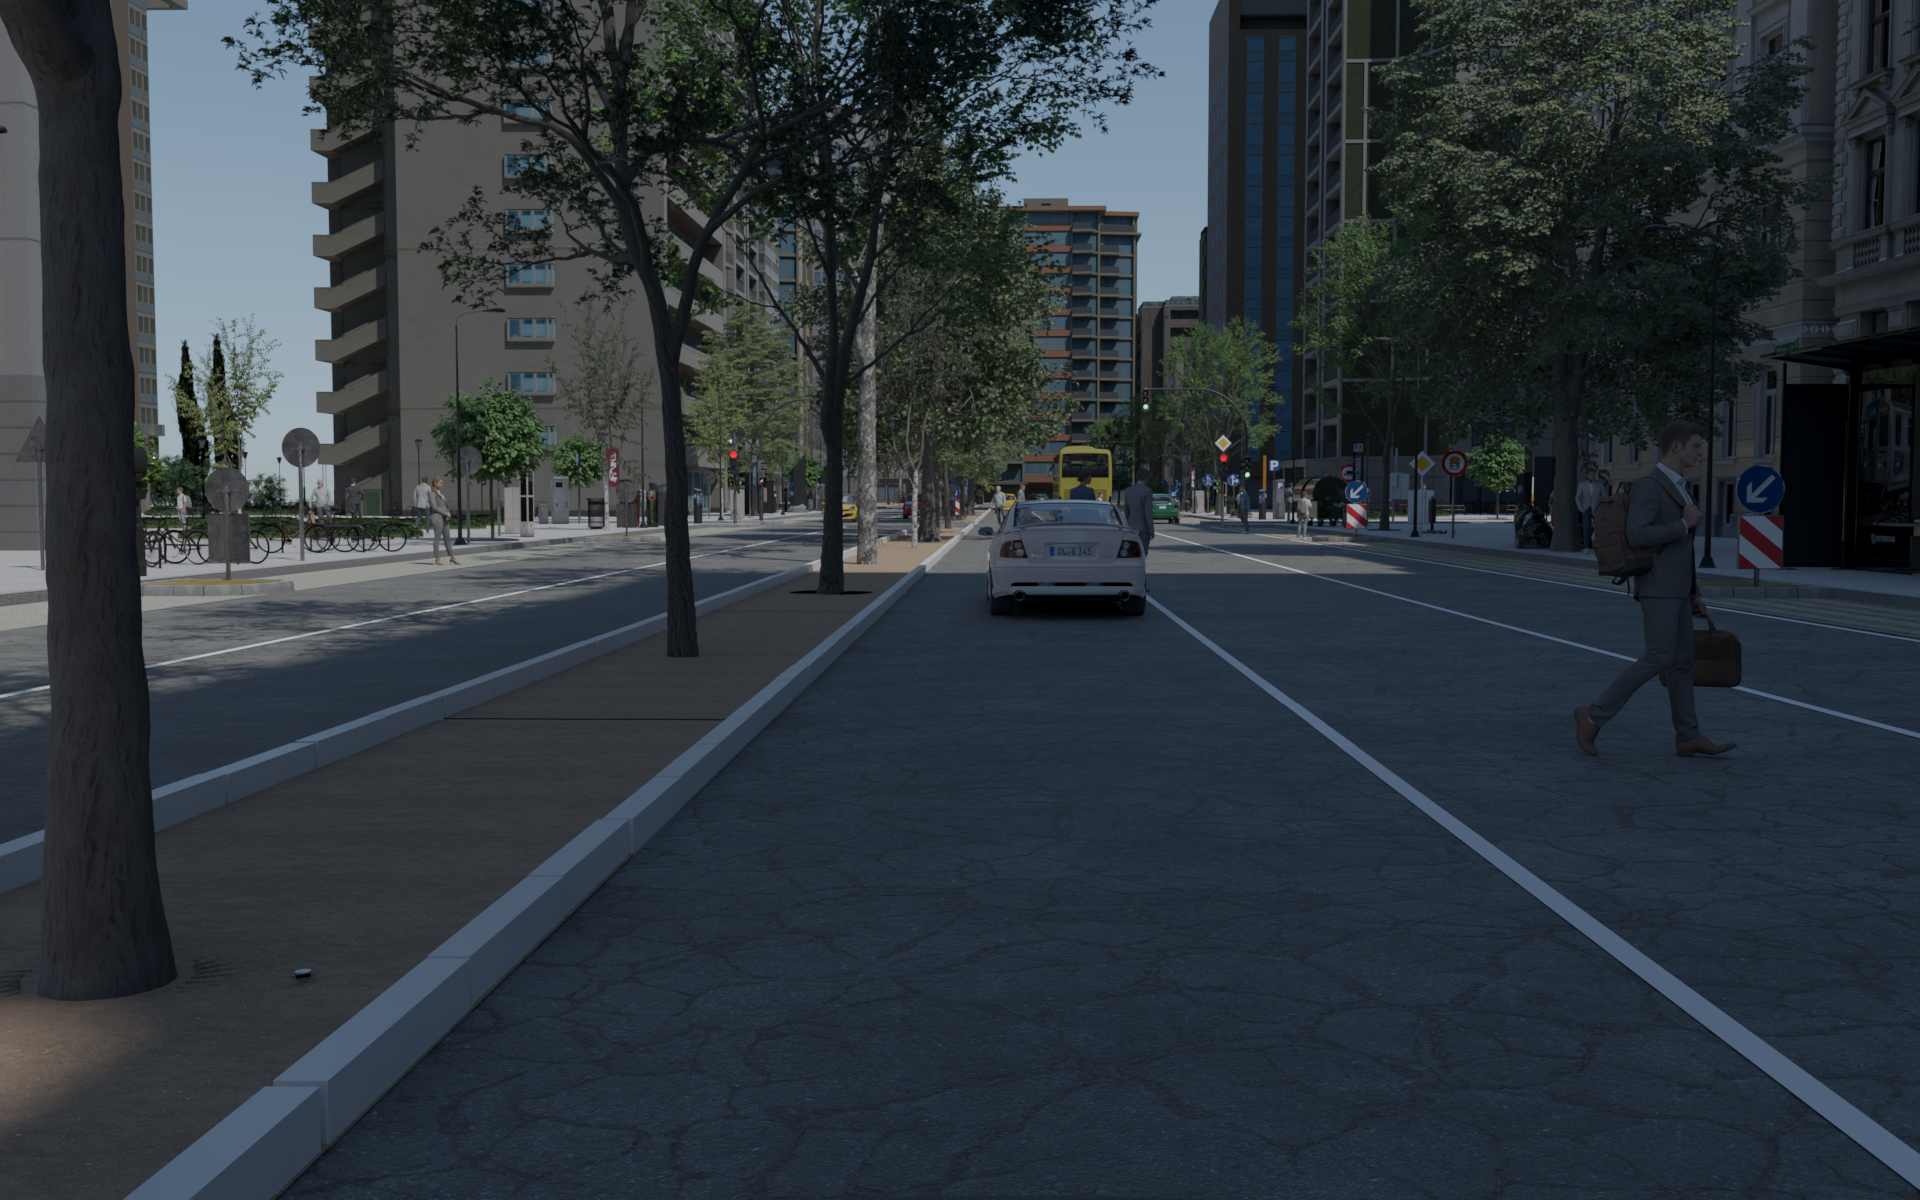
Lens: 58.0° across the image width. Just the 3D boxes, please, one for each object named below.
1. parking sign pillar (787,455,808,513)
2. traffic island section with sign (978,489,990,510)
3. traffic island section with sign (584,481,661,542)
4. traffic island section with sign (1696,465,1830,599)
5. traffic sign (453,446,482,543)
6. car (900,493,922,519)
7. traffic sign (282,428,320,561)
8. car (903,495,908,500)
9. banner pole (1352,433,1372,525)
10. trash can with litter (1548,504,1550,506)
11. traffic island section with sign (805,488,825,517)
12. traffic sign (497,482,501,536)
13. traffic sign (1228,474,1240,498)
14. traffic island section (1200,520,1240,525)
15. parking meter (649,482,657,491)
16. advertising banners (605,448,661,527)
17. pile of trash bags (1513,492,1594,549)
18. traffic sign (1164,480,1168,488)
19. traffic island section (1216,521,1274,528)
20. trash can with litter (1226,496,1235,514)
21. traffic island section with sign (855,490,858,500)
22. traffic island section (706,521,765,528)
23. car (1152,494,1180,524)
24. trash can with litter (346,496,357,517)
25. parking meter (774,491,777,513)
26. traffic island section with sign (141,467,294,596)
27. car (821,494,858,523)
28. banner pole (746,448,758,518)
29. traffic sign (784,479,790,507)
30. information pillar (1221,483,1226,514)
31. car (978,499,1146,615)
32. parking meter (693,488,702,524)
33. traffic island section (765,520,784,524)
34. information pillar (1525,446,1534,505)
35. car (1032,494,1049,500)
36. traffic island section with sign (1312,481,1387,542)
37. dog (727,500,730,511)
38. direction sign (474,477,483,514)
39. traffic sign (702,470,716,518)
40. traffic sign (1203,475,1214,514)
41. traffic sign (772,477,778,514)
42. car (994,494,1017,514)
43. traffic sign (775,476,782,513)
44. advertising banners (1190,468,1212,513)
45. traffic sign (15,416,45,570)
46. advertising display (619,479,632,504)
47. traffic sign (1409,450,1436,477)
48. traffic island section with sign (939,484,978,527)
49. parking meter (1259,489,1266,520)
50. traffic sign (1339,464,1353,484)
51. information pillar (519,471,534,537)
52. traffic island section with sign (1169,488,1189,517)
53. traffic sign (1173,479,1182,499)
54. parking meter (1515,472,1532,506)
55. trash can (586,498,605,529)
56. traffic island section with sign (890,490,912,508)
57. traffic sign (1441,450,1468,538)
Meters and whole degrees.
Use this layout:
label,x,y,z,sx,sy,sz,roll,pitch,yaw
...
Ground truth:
label,x,y,z,sx,sy,sz,roll,pitch,yaw
parking sign pillar,-11.213,-8.024,119.668,1.447,3.967,1.447,2,4,33
traffic island section with sign,1.766,-9.134,157.477,2.006,1.907,1.989,0,4,2
traffic island section with sign,-10.067,-2.652,51.981,1.989,1.847,2.006,0,4,2
traffic island section with sign,10.898,-0.974,24.557,1.989,1.847,2.006,0,4,2
traffic sign,-12.939,-2.778,45.533,0.768,2.556,0.104,0,4,3
car,-2.387,-5.618,100.896,2.155,1.783,4.494,0,4,0
traffic sign,-12.627,-2.023,33.185,0.768,2.556,0.104,0,4,5
car,-4.370,-9.557,165.293,2.155,1.783,4.494,0,4,1
banner pole,16.560,-4.976,71.376,0.863,3.779,0.401,2,4,27
trash can with litter,25.441,-3.803,73.570,0.624,1.170,1.055,2,4,35
traffic island section with sign,-8.523,-6.050,107.550,1.989,1.847,2.006,0,4,2
traffic sign,-14.005,-3.209,52.569,0.768,2.556,0.104,0,4,6
traffic sign,17.199,-6.649,108.817,0.768,2.556,0.104,0,4,7
traffic island section,12.496,-3.674,82.353,2.009,0.180,2.903,0,4,2
parking meter,-14.974,-4.825,84.598,0.399,1.863,0.255,3,5,43
advertising banners,-12.539,-4.295,66.412,2.074,3.025,0.090,0,4,-6
pile of trash bags,14.399,-1.966,41.892,1.912,1.369,3.447,1,4,20
traffic sign,17.880,-9.307,152.282,0.768,2.556,0.104,0,4,8
traffic island section,12.275,-3.186,74.371,2.009,0.180,2.903,0,4,2
trash can with litter,16.999,-5.917,108.136,0.624,1.170,1.055,-1,4,-15
traffic island section with sign,-7.781,-7.719,134.835,1.989,1.847,2.006,0,4,2
traffic island section,-9.758,-3.223,74.983,2.009,0.180,2.903,0,4,2
car,9.672,-4.449,84.538,2.131,1.459,4.920,0,4,1
trash can with litter,-30.064,-4.486,84.411,2.233,1.210,1.678,-3,5,-44
parking meter,-12.629,-6.665,117.385,0.372,1.533,0.369,0,3,0
traffic island section with sign,-10.813,-1.004,25.036,1.989,1.847,2.006,0,4,2
car,-5.978,-4.760,88.057,2.015,1.641,3.980,0,4,2
banner pole,-11.212,-6.340,93.680,0.863,3.779,0.401,3,5,42
traffic sign,-12.054,-7.287,121.276,0.606,2.300,0.079,1,4,8
information pillar,16.865,-6.514,110.990,0.304,2.012,0.304,-1,4,-20
car,1.272,-0.580,21.846,2.083,1.381,4.827,0,3,0
parking meter,-11.328,-4.064,74.858,0.372,1.533,0.369,0,3,0
traffic island section,-9.537,-3.712,82.965,2.009,0.180,2.903,0,4,2
information pillar,27.440,-5.640,83.568,0.183,3.616,0.504,-2,4,-35
car,9.889,-12.204,211.336,2.131,1.459,4.920,0,3,0
traffic island section with sign,11.668,-2.659,52.108,1.989,1.847,2.006,0,4,2
dog,-17.689,-7.203,132.153,0.513,0.831,0.800,1,4,11
direction sign,-23.186,-5.625,83.958,0.876,3.537,0.379,-2,4,-34
traffic sign,-13.545,-5.705,93.388,0.768,2.556,0.104,1,4,11
traffic sign,16.237,-6.920,113.250,0.768,2.556,0.104,0,4,2
traffic sign,-12.148,-6.852,112.135,0.768,2.556,0.104,0,4,7
car,3.438,-7.192,127.811,2.015,1.641,3.980,0,4,2
traffic sign,-12.425,-7.199,117.804,0.768,2.556,0.104,0,4,8
advertising banners,16.124,-7.329,116.022,2.074,3.025,0.090,-3,4,-39
traffic sign,-15.419,-1.776,29.042,0.884,2.594,0.081,0,4,5
advertising display,-14.608,-4.313,75.731,0.123,1.923,0.974,-3,4,-39
traffic sign,13.962,-3.214,52.281,0.795,2.593,0.064,0,4,7
traffic island section with sign,-0.303,-4.540,82.367,2.006,1.907,1.989,0,4,2
parking meter,15.081,-4.767,86.346,0.372,1.533,0.369,0,3,0
traffic sign,16.551,-4.510,73.840,0.768,2.556,0.104,1,4,10
information pillar,-12.897,-2.879,51.566,0.304,2.012,0.304,2,4,25
traffic island section with sign,13.216,-6.082,108.064,1.989,1.847,2.006,0,4,2
traffic sign,18.028,-8.764,143.390,0.768,2.556,0.104,1,4,9
parking meter,14.859,-2.445,45.681,0.255,1.863,0.399,-1,4,-21
trash can,-13.327,-3.169,63.465,0.748,1.137,0.748,0,3,0
traffic island section with sign,-6.392,-10.768,184.677,1.989,1.847,2.006,0,4,2
traffic sign,14.298,-3.061,50.157,0.768,2.556,0.104,0,4,4
